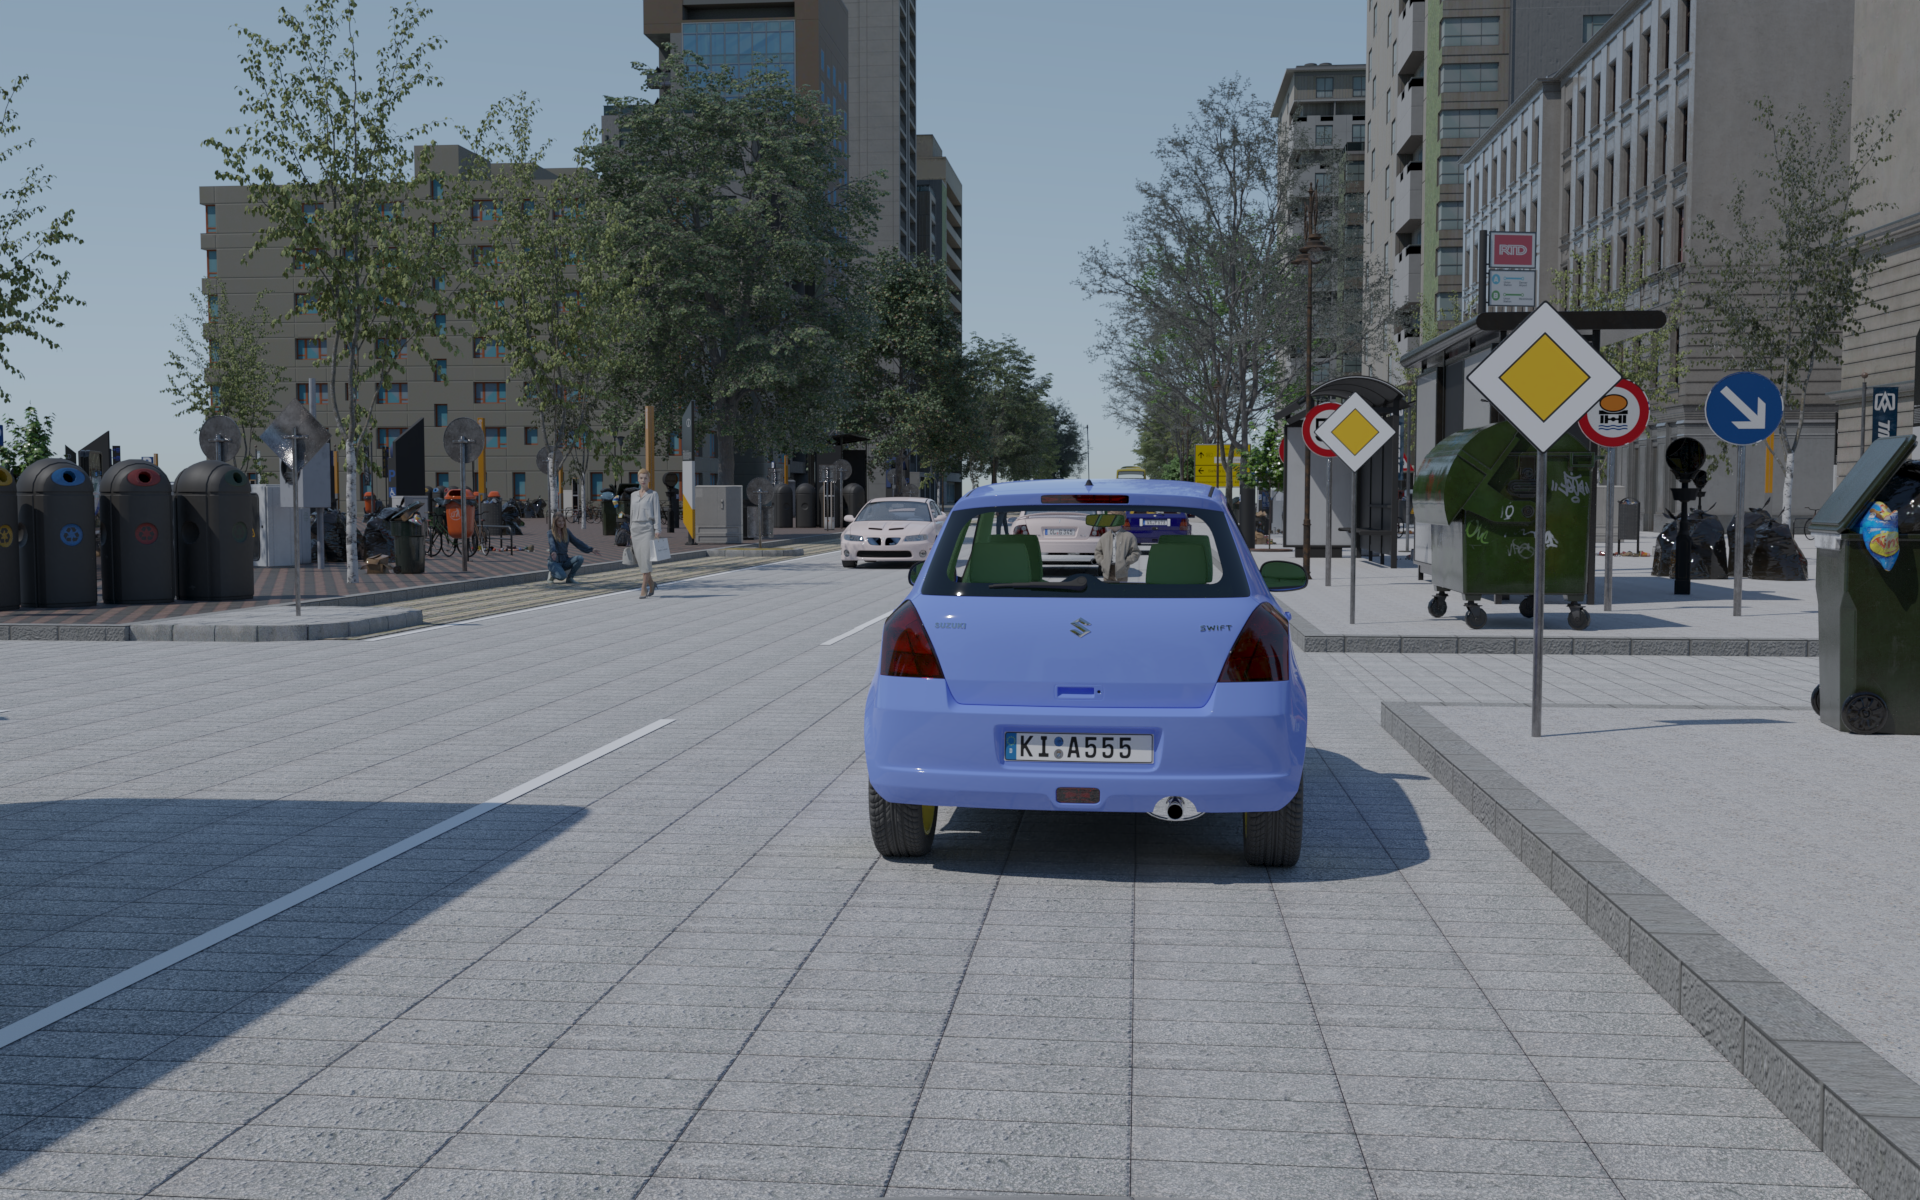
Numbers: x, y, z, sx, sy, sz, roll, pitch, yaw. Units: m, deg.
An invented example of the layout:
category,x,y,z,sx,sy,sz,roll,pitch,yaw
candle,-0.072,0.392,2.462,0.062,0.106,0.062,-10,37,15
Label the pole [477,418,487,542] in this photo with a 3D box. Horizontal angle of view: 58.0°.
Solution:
category,x,y,z,sx,sy,sz,roll,pitch,yaw
pole,-12.798,-3.214,46.392,0.158,3.312,0.155,0,3,0

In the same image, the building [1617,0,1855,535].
category,x,y,z,sx,sy,sz,roll,pitch,yaw
building,28.445,-13.060,62.685,9.793,20.994,18.267,0,4,6

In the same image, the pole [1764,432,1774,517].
category,x,y,z,sx,sy,sz,roll,pitch,yaw
pole,18.710,-2.826,40.054,0.158,3.312,0.155,0,3,0

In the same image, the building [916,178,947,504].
category,x,y,z,sx,sy,sz,roll,pitch,yaw
building,-9.417,-32.779,219.525,14.154,41.232,14.086,0,4,6

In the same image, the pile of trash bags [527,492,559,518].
category,x,y,z,sx,sy,sz,roll,pitch,yaw
pile of trash bags,-22.649,-5.047,92.278,3.447,1.369,1.912,2,4,25

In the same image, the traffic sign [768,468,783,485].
category,x,y,z,sx,sy,sz,roll,pitch,yaw
traffic sign,-7.183,-3.991,67.384,0.606,2.300,0.079,0,4,7

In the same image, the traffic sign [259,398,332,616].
category,x,y,z,sx,sy,sz,roll,pitch,yaw
traffic sign,-6.964,-0.889,18.175,0.795,2.450,0.064,0,4,6

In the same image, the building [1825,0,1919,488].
category,x,y,z,sx,sy,sz,roll,pitch,yaw
building,37.826,-13.134,33.821,34.723,24.649,14.460,0,4,6

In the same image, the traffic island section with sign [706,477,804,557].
category,x,y,z,sx,sy,sz,roll,pitch,yaw
traffic island section with sign,-4.697,-1.932,40.216,1.989,1.847,2.006,0,4,6

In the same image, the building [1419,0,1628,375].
category,x,y,z,sx,sy,sz,roll,pitch,yaw
building,34.473,-25.630,102.642,14.154,41.232,14.086,0,4,6

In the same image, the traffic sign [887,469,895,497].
category,x,y,z,sx,sy,sz,roll,pitch,yaw
traffic sign,-3.293,-5.268,86.236,0.768,2.556,0.104,1,4,14

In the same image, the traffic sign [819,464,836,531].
category,x,y,z,sx,sy,sz,roll,pitch,yaw
traffic sign,-4.570,-3.525,59.764,0.606,2.300,0.079,1,4,9

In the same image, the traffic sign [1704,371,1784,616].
category,x,y,z,sx,sy,sz,roll,pitch,yaw
traffic sign,8.161,-1.101,18.110,0.768,2.556,0.104,1,4,12

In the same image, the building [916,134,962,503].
category,x,y,z,sx,sy,sz,roll,pitch,yaw
building,-11.350,-37.536,237.408,21.300,48.544,21.600,0,4,6

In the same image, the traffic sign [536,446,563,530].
category,x,y,z,sx,sy,sz,roll,pitch,yaw
traffic sign,-10.804,-2.782,45.598,0.768,2.556,0.104,1,4,11

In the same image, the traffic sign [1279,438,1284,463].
category,x,y,z,sx,sy,sz,roll,pitch,yaw
traffic sign,6.872,-2.151,35.281,0.768,2.556,0.104,1,4,13

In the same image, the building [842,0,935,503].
category,x,y,z,sx,sy,sz,roll,pitch,yaw
building,-13.580,-46.690,201.634,20.563,71.187,20.611,0,4,6

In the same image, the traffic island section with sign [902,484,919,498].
category,x,y,z,sx,sy,sz,roll,pitch,yaw
traffic island section with sign,-1.904,-3.572,67.026,1.989,1.847,2.006,0,4,6

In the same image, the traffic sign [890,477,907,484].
category,x,y,z,sx,sy,sz,roll,pitch,yaw
traffic sign,-3.146,-5.438,88.911,0.884,2.594,0.081,1,4,10

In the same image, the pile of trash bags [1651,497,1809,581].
category,x,y,z,sx,sy,sz,roll,pitch,yaw
pile of trash bags,12.375,-1.012,26.295,3.447,1.369,1.912,1,4,19

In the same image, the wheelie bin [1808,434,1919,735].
category,x,y,z,sx,sy,sz,roll,pitch,yaw
wheelie bin,5.063,-0.095,9.458,0.693,1.594,0.980,1,4,12

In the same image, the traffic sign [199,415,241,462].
category,x,y,z,sx,sy,sz,roll,pitch,yaw
traffic sign,-11.963,-1.705,27.990,0.768,2.556,0.104,1,4,13

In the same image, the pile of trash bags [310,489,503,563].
category,x,y,z,sx,sy,sz,roll,pitch,yaw
pile of trash bags,-10.779,-1.418,32.934,3.447,1.369,1.912,1,4,11

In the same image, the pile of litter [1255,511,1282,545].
category,x,y,z,sx,sy,sz,roll,pitch,yaw
pile of litter,7.477,-1.856,44.303,1.176,0.858,1.719,-1,4,-22

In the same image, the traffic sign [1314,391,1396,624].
category,x,y,z,sx,sy,sz,roll,pitch,yaw
traffic sign,3.869,-0.819,17.030,0.795,2.450,0.064,0,4,6

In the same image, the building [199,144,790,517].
category,x,y,z,sx,sy,sz,roll,pitch,yaw
building,-27.407,-16.234,110.462,27.650,21.520,28.899,0,4,6

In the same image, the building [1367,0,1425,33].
category,x,y,z,sx,sy,sz,roll,pitch,yaw
building,43.849,-32.596,122.181,28.713,52.752,27.495,0,4,6

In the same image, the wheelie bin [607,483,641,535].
category,x,y,z,sx,sy,sz,roll,pitch,yaw
wheelie bin,-9.675,-2.627,50.862,0.980,1.594,0.693,-3,4,-36

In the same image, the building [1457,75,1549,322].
category,x,y,z,sx,sy,sz,roll,pitch,yaw
building,29.746,-14.173,80.881,9.793,20.994,18.267,0,4,6

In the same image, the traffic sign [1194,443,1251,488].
category,x,y,z,sx,sy,sz,roll,pitch,yaw
traffic sign,10.593,-4.651,69.919,2.265,3.308,0.079,1,4,11

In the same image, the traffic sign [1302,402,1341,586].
category,x,y,z,sx,sy,sz,roll,pitch,yaw
traffic sign,5.123,-1.463,24.023,0.768,2.556,0.104,1,4,16

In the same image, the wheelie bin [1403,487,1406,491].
category,x,y,z,sx,sy,sz,roll,pitch,yaw
wheelie bin,20.843,-4.478,81.127,0.693,1.594,0.980,1,4,15

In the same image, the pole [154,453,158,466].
category,x,y,z,sx,sy,sz,roll,pitch,yaw
pole,-40.331,-5.695,86.960,0.158,3.312,0.155,0,3,0

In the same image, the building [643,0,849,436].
category,x,y,z,sx,sy,sz,roll,pitch,yaw
building,-17.324,-30.313,145.724,14.600,45.320,14.200,0,4,6

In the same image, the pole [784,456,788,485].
category,x,y,z,sx,sy,sz,roll,pitch,yaw
pole,-9.213,-5.998,91.916,0.158,3.312,0.155,0,3,0

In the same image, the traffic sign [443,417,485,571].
category,x,y,z,sx,sy,sz,roll,pitch,yaw
traffic sign,-8.227,-1.748,28.693,0.768,2.556,0.104,1,4,15

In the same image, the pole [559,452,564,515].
category,x,y,z,sx,sy,sz,roll,pitch,yaw
pole,-19.136,-5.458,83.086,0.158,3.312,0.155,0,3,0

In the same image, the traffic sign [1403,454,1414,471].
category,x,y,z,sx,sy,sz,roll,pitch,yaw
traffic sign,10.055,-2.454,40.134,0.884,2.594,0.081,1,4,13

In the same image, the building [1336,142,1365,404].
category,x,y,z,sx,sy,sz,roll,pitch,yaw
building,38.310,-22.790,144.310,14.160,30.474,14.107,0,4,6

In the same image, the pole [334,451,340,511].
category,x,y,z,sx,sy,sz,roll,pitch,yaw
pole,-29.721,-5.429,82.609,0.158,3.312,0.155,0,3,0

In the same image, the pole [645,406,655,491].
category,x,y,z,sx,sy,sz,roll,pitch,yaw
pole,-7.204,-2.840,40.284,0.158,3.312,0.155,0,3,0

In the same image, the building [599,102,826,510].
category,x,y,z,sx,sy,sz,roll,pitch,yaw
building,-18.313,-22.001,131.425,14.160,30.474,14.107,0,4,6

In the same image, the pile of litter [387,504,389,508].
category,x,y,z,sx,sy,sz,roll,pitch,yaw
pile of litter,-29.231,-4.579,88.839,1.719,0.858,1.176,-1,4,-13

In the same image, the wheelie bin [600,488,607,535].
category,x,y,z,sx,sy,sz,roll,pitch,yaw
wheelie bin,-10.826,-2.806,53.779,0.693,1.594,0.980,-1,4,-18

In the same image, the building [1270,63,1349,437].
category,x,y,z,sx,sy,sz,roll,pitch,yaw
building,52.778,-37.929,209.377,28.713,52.752,27.495,0,4,6

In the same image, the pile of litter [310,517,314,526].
category,x,y,z,sx,sy,sz,roll,pitch,yaw
pile of litter,-16.920,-1.781,43.077,1.719,0.858,1.176,2,4,31

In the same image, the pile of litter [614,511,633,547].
category,x,y,z,sx,sy,sz,roll,pitch,yaw
pile of litter,-8.059,-1.772,42.934,1.176,0.858,1.719,0,4,3

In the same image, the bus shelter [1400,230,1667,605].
category,x,y,z,sx,sy,sz,roll,pitch,yaw
bus shelter,7.459,-2.844,24.129,2.179,5.291,8.768,0,4,6

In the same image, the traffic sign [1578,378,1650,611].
category,x,y,z,sx,sy,sz,roll,pitch,yaw
traffic sign,7.091,-1.148,18.884,0.768,2.556,0.104,0,4,8

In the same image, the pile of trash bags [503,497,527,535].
category,x,y,z,sx,sy,sz,roll,pitch,yaw
pile of trash bags,-14.862,-2.771,55.051,1.912,1.369,3.447,-1,4,-13

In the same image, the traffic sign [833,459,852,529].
category,x,y,z,sx,sy,sz,roll,pitch,yaw
traffic sign,-4.366,-3.892,63.737,0.768,2.556,0.104,0,4,7

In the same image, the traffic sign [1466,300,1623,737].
category,x,y,z,sx,sy,sz,roll,pitch,yaw
traffic sign,3.042,-0.333,9.088,0.795,2.450,0.064,0,4,6
